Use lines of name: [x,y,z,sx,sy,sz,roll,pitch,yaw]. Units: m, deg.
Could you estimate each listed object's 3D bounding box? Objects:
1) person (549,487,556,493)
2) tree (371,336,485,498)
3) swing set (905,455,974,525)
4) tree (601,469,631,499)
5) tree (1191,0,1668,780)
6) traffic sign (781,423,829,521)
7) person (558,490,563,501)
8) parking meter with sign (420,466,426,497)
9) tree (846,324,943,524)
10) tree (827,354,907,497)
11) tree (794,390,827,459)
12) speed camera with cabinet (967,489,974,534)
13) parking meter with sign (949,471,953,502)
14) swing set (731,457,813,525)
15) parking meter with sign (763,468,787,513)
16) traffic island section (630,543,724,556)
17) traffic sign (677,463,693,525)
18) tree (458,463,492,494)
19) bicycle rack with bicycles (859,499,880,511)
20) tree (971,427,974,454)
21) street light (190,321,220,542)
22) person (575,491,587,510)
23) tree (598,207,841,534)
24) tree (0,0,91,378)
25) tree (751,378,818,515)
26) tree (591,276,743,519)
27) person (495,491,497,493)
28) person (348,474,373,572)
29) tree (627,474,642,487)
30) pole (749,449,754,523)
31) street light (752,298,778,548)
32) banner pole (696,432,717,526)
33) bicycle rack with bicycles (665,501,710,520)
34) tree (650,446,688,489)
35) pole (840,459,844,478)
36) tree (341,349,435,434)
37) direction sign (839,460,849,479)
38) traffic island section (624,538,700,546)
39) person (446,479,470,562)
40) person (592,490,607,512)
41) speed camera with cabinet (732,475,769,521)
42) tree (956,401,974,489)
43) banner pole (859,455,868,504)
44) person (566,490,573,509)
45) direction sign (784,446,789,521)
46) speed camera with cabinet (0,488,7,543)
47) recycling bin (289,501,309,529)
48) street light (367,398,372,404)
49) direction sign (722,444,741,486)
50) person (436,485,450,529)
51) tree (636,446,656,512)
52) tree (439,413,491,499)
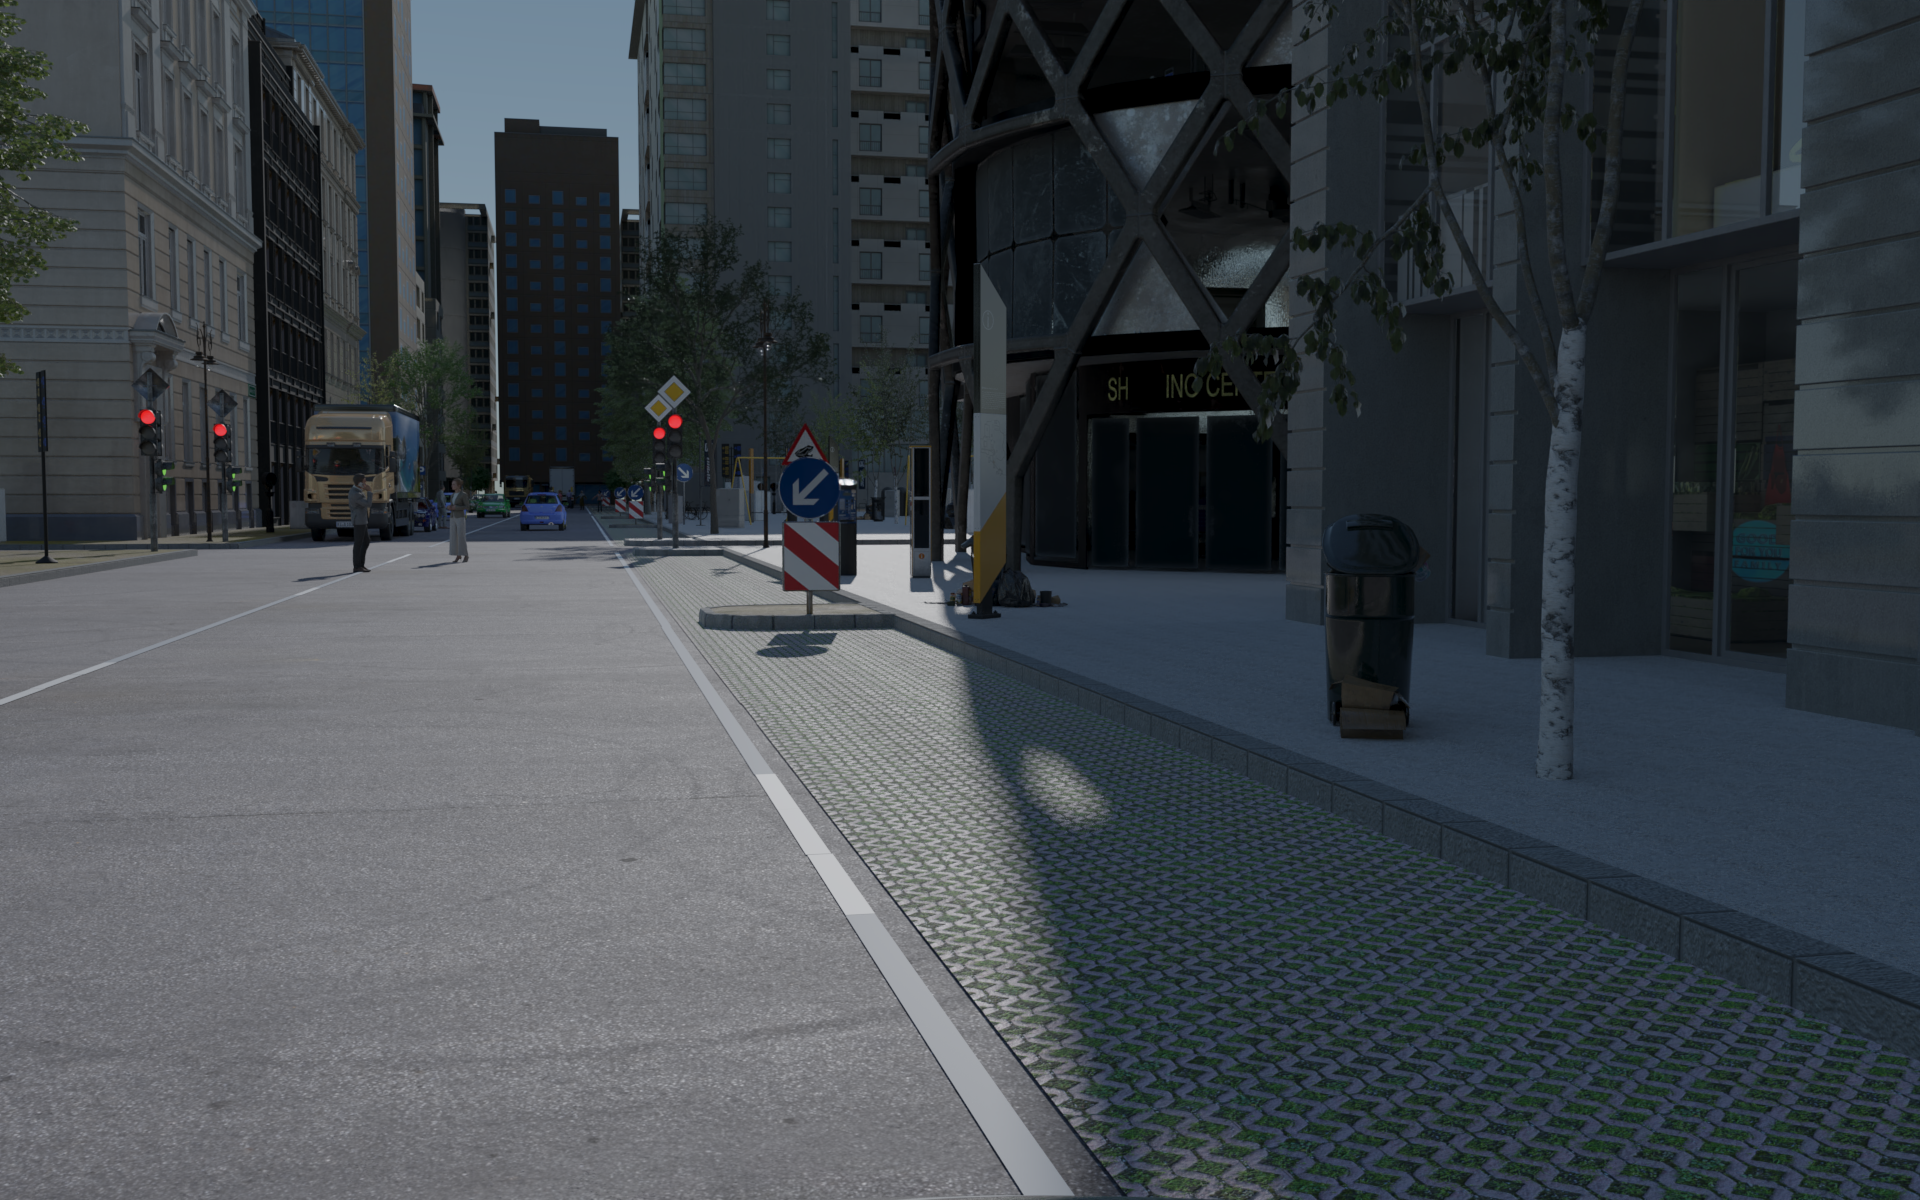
person: [-26.390,-6.374,112.082,0.474,1.900,0.648,3,4,38]
tree: [-35.099,-11.496,113.718,9.928,11.665,9.643,0,3,0]
swing set: [-0.544,-4.425,69.971,3.119,2.851,2.862,0,4,-7]
tree: [-39.317,-13.114,198.131,4.285,4.588,4.351,0,3,0]
tree: [2.631,-3.513,7.808,4.360,8.622,3.978,0,3,0]
traffic sign: [-2.848,-1.953,31.929,0.884,2.594,0.081,-1,4,-12]
person: [-29.139,-7.126,125.734,0.721,1.743,1.217,1,4,11]
parking meter with sign: [-33.610,-6.824,107.838,0.543,3.016,1.738,-1,4,-13]
tree: [-2.784,-7.589,74.447,4.360,8.622,3.978,0,3,0]
tree: [-4.531,-8.630,91.466,4.737,8.622,4.395,0,3,0]
tree: [-9.348,-10.378,120.049,4.737,8.622,4.395,0,3,0]
speed camera with cabinet: [0.740,-3.823,56.836,0.660,3.252,2.038,1,4,14]
parking meter with sign: [-0.178,-6.119,96.303,0.543,3.016,1.738,1,4,12]
swing set: [-8.242,-4.650,73.654,3.119,2.851,2.862,-2,4,-29]
parking meter with sign: [-12.252,-7.289,115.431,1.738,3.016,0.543,-1,4,-13]
traffic island section: [-6.731,-1.154,41.143,2.009,0.180,2.903,-1,4,-12]
traffic sign: [-11.521,-4.412,72.246,0.768,2.556,0.104,-1,4,-10]
tree: [-54.383,-12.936,195.210,4.285,4.588,4.351,0,3,0]
bicycle rack with bicycles: [-6.109,-6.839,125.195,2.852,0.926,2.925,-1,4,-20]
tree: [2.374,-9.792,110.458,4.737,8.622,4.395,0,3,0]
street light: [-20.209,-4.507,46.473,0.468,5.910,1.993,-1,4,-12]
person: [-33.661,-8.853,153.969,1.217,1.736,0.721,2,4,25]
tree: [-7.832,-7.420,55.737,8.767,10.594,7.601,0,4,6]
tree: [-15.627,-6.429,23.240,7.486,12.596,7.792,0,3,0]
tree: [-10.476,-9.362,103.436,4.360,8.622,3.978,0,3,0]
tree: [-14.613,-10.467,89.265,7.486,12.596,7.792,0,3,0]
person: [-42.225,-9.060,157.341,0.721,1.736,1.217,-2,4,-35]
person: [-10.970,-1.410,31.736,0.473,1.802,0.592,-1,4,-12]
tree: [-26.750,-9.110,143.553,1.663,3.219,1.824,0,3,0]
pole: [-9.356,-5.126,77.650,0.158,3.312,0.155,0,3,0]
street light: [-4.624,-4.179,41.122,0.468,5.910,1.993,-1,4,-12]
banner pole: [-10.286,-4.900,70.136,0.863,3.779,0.401,0,4,-3]
bicycle rack with bicycles: [-13.509,-4.474,86.526,2.925,0.926,2.852,1,4,21]
tree: [-20.412,-10.286,118.546,4.737,8.622,4.395,0,3,0]
pole: [-6.772,-6.458,99.439,0.158,3.312,0.155,0,3,0]
tree: [-29.117,-8.413,87.908,4.360,8.622,3.978,0,3,0]
direction sign: [-7.843,-7.644,116.980,0.876,3.537,0.379,3,4,38]
traffic island section: [-8.455,-1.631,48.941,2.009,0.180,2.903,-1,4,-12]
person: [-10.602,-1.678,36.477,0.519,1.759,0.362,2,4,32]
person: [-28.500,-7.807,136.861,1.217,1.736,0.721,0,4,7]
speed camera with cabinet: [-10.125,-5.420,82.958,0.660,3.252,2.038,-3,5,-39]
tree: [0.882,-8.114,83.023,4.360,8.622,3.978,0,3,0]
banner pole: [-6.099,-7.370,110.510,0.863,3.779,0.401,1,4,18]
person: [-38.152,-9.853,169.471,0.709,1.838,0.599,1,4,15]
direction sign: [-8.112,-5.472,81.458,0.379,3.537,0.876,0,4,5]
speed camera with cabinet: [-25.533,-3.108,45.145,0.660,3.252,2.038,-1,4,-13]
recycling bin: [-24.164,-3.124,63.638,0.722,1.027,0.722,0,4,-3]
street light: [-28.421,-6.774,83.551,0.468,5.910,1.993,-1,4,-12]
direction sign: [-10.280,-5.258,77.973,0.876,3.537,0.379,0,4,-1]
person: [-21.457,-3.860,71.707,0.635,1.810,0.391,3,5,44]
tree: [-22.199,-10.651,124.514,4.360,8.622,3.978,0,3,0]
tree: [-46.875,-13.123,164.925,4.737,8.622,4.395,0,3,0]
